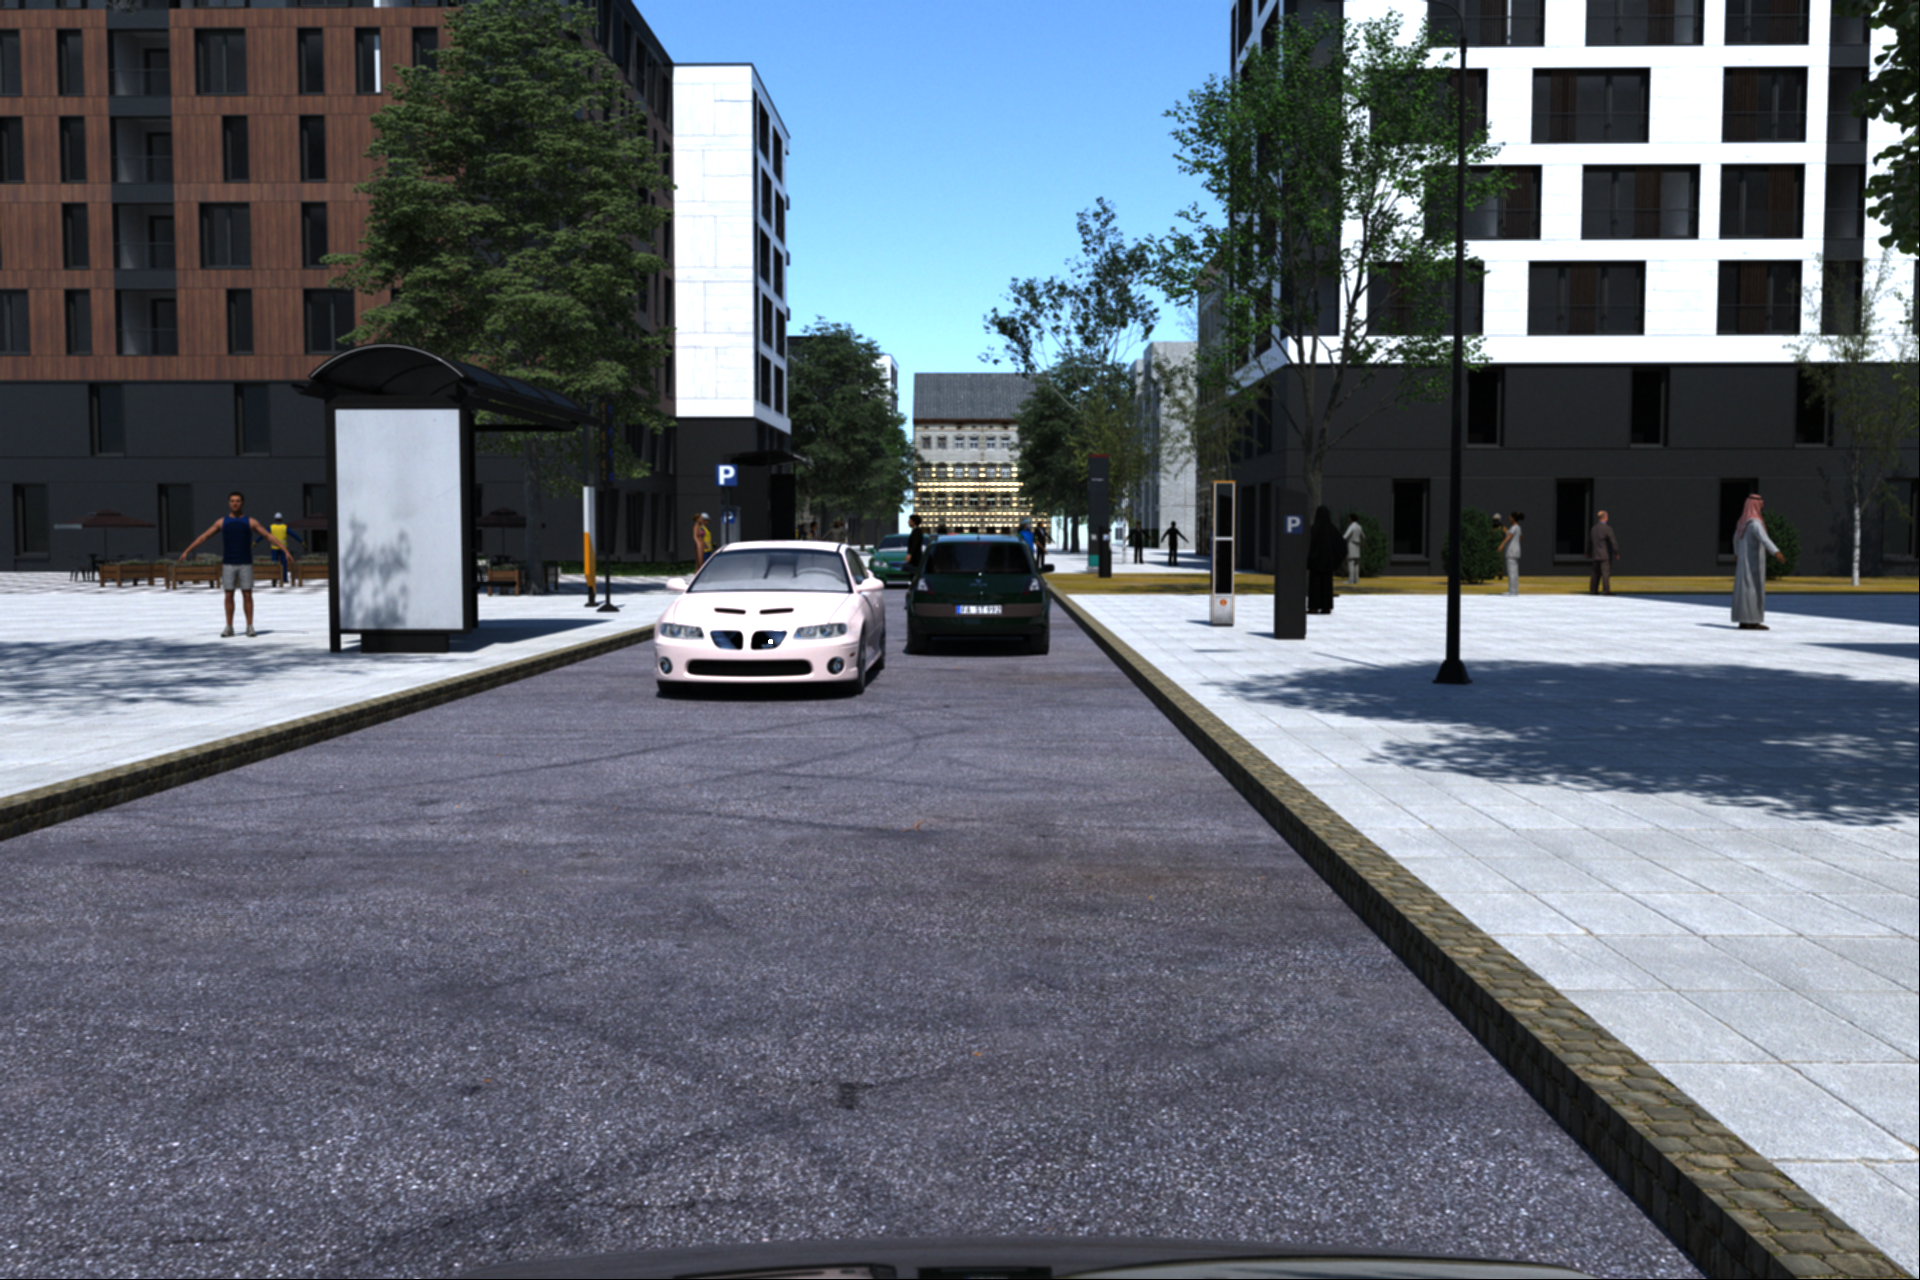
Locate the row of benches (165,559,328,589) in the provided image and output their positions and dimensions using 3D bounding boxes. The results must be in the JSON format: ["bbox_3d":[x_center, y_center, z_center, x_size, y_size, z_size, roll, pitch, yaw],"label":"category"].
[{"bbox_3d":[-16.801,-1.597,41.576,4.104,0.672,1.422,-3,4,-38],"label":"row of benches"}]

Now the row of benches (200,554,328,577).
[{"bbox_3d":[-20.534,-2.202,51.460,4.104,0.672,1.422,-3,5,-43],"label":"row of benches"}]

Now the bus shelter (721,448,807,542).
[{"bbox_3d":[-5.645,-3.627,50.577,1.731,3.624,6.357,0,4,1],"label":"bus shelter"}]

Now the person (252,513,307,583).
[{"bbox_3d":[-17.794,-2.404,45.268,1.349,1.833,0.705,-1,4,-20],"label":"person"}]

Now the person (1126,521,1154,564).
[{"bbox_3d":[7.714,-4.206,74.696,1.347,1.837,0.705,-1,4,-14],"label":"person"}]

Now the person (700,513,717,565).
[{"bbox_3d":[-5.902,-2.089,40.627,0.721,1.772,1.216,0,4,6],"label":"person"}]

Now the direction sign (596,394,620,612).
[{"bbox_3d":[-5.821,-2.235,28.538,0.379,3.537,0.876,0,4,2],"label":"direction sign"}]

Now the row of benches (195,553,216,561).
[{"bbox_3d":[-23.985,-2.426,55.127,1.422,0.672,4.104,-2,4,-24],"label":"row of benches"}]

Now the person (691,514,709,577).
[{"bbox_3d":[-5.722,-1.938,38.483,0.721,1.733,1.217,0,4,0],"label":"person"}]

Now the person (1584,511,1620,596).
[{"bbox_3d":[13.396,-1.803,36.072,0.434,1.755,0.990,-1,4,-18],"label":"person"}]

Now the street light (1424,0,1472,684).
[{"bbox_3d":[4.794,-2.582,14.763,1.470,5.913,1.316,0,4,1],"label":"street light"}]

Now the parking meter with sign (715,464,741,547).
[{"bbox_3d":[-5.819,-2.926,44.106,0.543,3.016,1.738,0,3,0],"label":"parking meter with sign"}]

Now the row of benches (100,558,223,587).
[{"bbox_3d":[-19.860,-1.739,43.894,1.422,0.672,4.104,1,4,22],"label":"row of benches"}]

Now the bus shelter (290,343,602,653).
[{"bbox_3d":[-5.996,-1.663,21.114,2.014,3.302,5.546,0,4,2],"label":"bus shelter"}]

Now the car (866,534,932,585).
[{"bbox_3d":[-1.445,-2.162,47.148,2.131,1.459,4.920,0,4,1],"label":"car"}]

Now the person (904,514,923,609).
[{"bbox_3d":[-0.887,-1.488,32.967,0.705,1.806,1.347,0,4,2],"label":"person"}]

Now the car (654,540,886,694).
[{"bbox_3d":[-1.750,-0.286,17.030,2.083,1.381,4.827,0,4,1],"label":"car"}]

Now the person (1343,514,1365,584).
[{"bbox_3d":[10.092,-2.348,44.568,0.705,1.806,1.347,3,5,45],"label":"person"}]

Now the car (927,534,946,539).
[{"bbox_3d":[-1.191,-4.717,86.905,2.009,1.686,4.222,0,4,1],"label":"car"}]

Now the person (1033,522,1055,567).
[{"bbox_3d":[3.020,-3.485,63.693,1.216,1.740,0.721,-3,5,-39],"label":"person"}]

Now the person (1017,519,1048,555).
[{"bbox_3d":[1.698,-2.135,43.494,0.704,1.817,1.347,3,5,42],"label":"person"}]

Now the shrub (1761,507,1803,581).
[{"bbox_3d":[22.373,-2.660,47.914,1.690,2.028,1.600,0,3,0],"label":"shrub"}]

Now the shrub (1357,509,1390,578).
[{"bbox_3d":[11.877,-2.851,51.028,1.690,2.028,1.600,0,3,0],"label":"shrub"}]

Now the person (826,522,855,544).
[{"bbox_3d":[-4.954,-4.042,72.360,1.348,1.796,0.705,-2,4,-29],"label":"person"}]

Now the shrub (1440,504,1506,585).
[{"bbox_3d":[13.041,-2.452,44.130,1.661,2.075,1.752,0,3,0],"label":"shrub"}]

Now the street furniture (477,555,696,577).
[{"bbox_3d":[-11.873,-2.349,54.033,10.072,0.657,5.734,0,4,-7],"label":"street furniture"}]

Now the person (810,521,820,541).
[{"bbox_3d":[-6.186,-4.142,73.858,0.704,1.843,1.345,1,4,13],"label":"person"}]

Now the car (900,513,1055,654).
[{"bbox_3d":[0.225,-0.748,22.013,2.009,1.686,4.222,0,4,0],"label":"car"}]

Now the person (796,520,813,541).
[{"bbox_3d":[-6.507,-3.994,71.079,1.354,1.856,0.705,3,5,43],"label":"person"}]

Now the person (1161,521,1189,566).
[{"bbox_3d":[8.664,-3.915,70.241,1.346,1.802,0.704,3,5,42],"label":"person"}]

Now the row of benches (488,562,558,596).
[{"bbox_3d":[-9.503,-1.362,37.724,1.422,0.672,4.104,0,4,-1],"label":"row of benches"}]

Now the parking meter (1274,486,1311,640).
[{"bbox_3d":[4.051,-0.942,21.117,0.399,1.863,0.255,0,4,1],"label":"parking meter"}]

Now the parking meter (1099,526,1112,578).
[{"bbox_3d":[4.271,-2.601,50.945,0.372,1.533,0.369,0,3,0],"label":"parking meter"}]

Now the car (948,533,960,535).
[{"bbox_3d":[-0.312,-7.608,133.437,2.155,1.783,4.494,0,4,1],"label":"car"}]

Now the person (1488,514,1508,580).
[{"bbox_3d":[15.074,-2.625,48.689,1.354,1.858,0.705,3,5,39],"label":"person"}]

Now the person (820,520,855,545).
[{"bbox_3d":[-4.533,-3.518,63.644,1.348,1.813,0.705,0,4,2],"label":"person"}]
